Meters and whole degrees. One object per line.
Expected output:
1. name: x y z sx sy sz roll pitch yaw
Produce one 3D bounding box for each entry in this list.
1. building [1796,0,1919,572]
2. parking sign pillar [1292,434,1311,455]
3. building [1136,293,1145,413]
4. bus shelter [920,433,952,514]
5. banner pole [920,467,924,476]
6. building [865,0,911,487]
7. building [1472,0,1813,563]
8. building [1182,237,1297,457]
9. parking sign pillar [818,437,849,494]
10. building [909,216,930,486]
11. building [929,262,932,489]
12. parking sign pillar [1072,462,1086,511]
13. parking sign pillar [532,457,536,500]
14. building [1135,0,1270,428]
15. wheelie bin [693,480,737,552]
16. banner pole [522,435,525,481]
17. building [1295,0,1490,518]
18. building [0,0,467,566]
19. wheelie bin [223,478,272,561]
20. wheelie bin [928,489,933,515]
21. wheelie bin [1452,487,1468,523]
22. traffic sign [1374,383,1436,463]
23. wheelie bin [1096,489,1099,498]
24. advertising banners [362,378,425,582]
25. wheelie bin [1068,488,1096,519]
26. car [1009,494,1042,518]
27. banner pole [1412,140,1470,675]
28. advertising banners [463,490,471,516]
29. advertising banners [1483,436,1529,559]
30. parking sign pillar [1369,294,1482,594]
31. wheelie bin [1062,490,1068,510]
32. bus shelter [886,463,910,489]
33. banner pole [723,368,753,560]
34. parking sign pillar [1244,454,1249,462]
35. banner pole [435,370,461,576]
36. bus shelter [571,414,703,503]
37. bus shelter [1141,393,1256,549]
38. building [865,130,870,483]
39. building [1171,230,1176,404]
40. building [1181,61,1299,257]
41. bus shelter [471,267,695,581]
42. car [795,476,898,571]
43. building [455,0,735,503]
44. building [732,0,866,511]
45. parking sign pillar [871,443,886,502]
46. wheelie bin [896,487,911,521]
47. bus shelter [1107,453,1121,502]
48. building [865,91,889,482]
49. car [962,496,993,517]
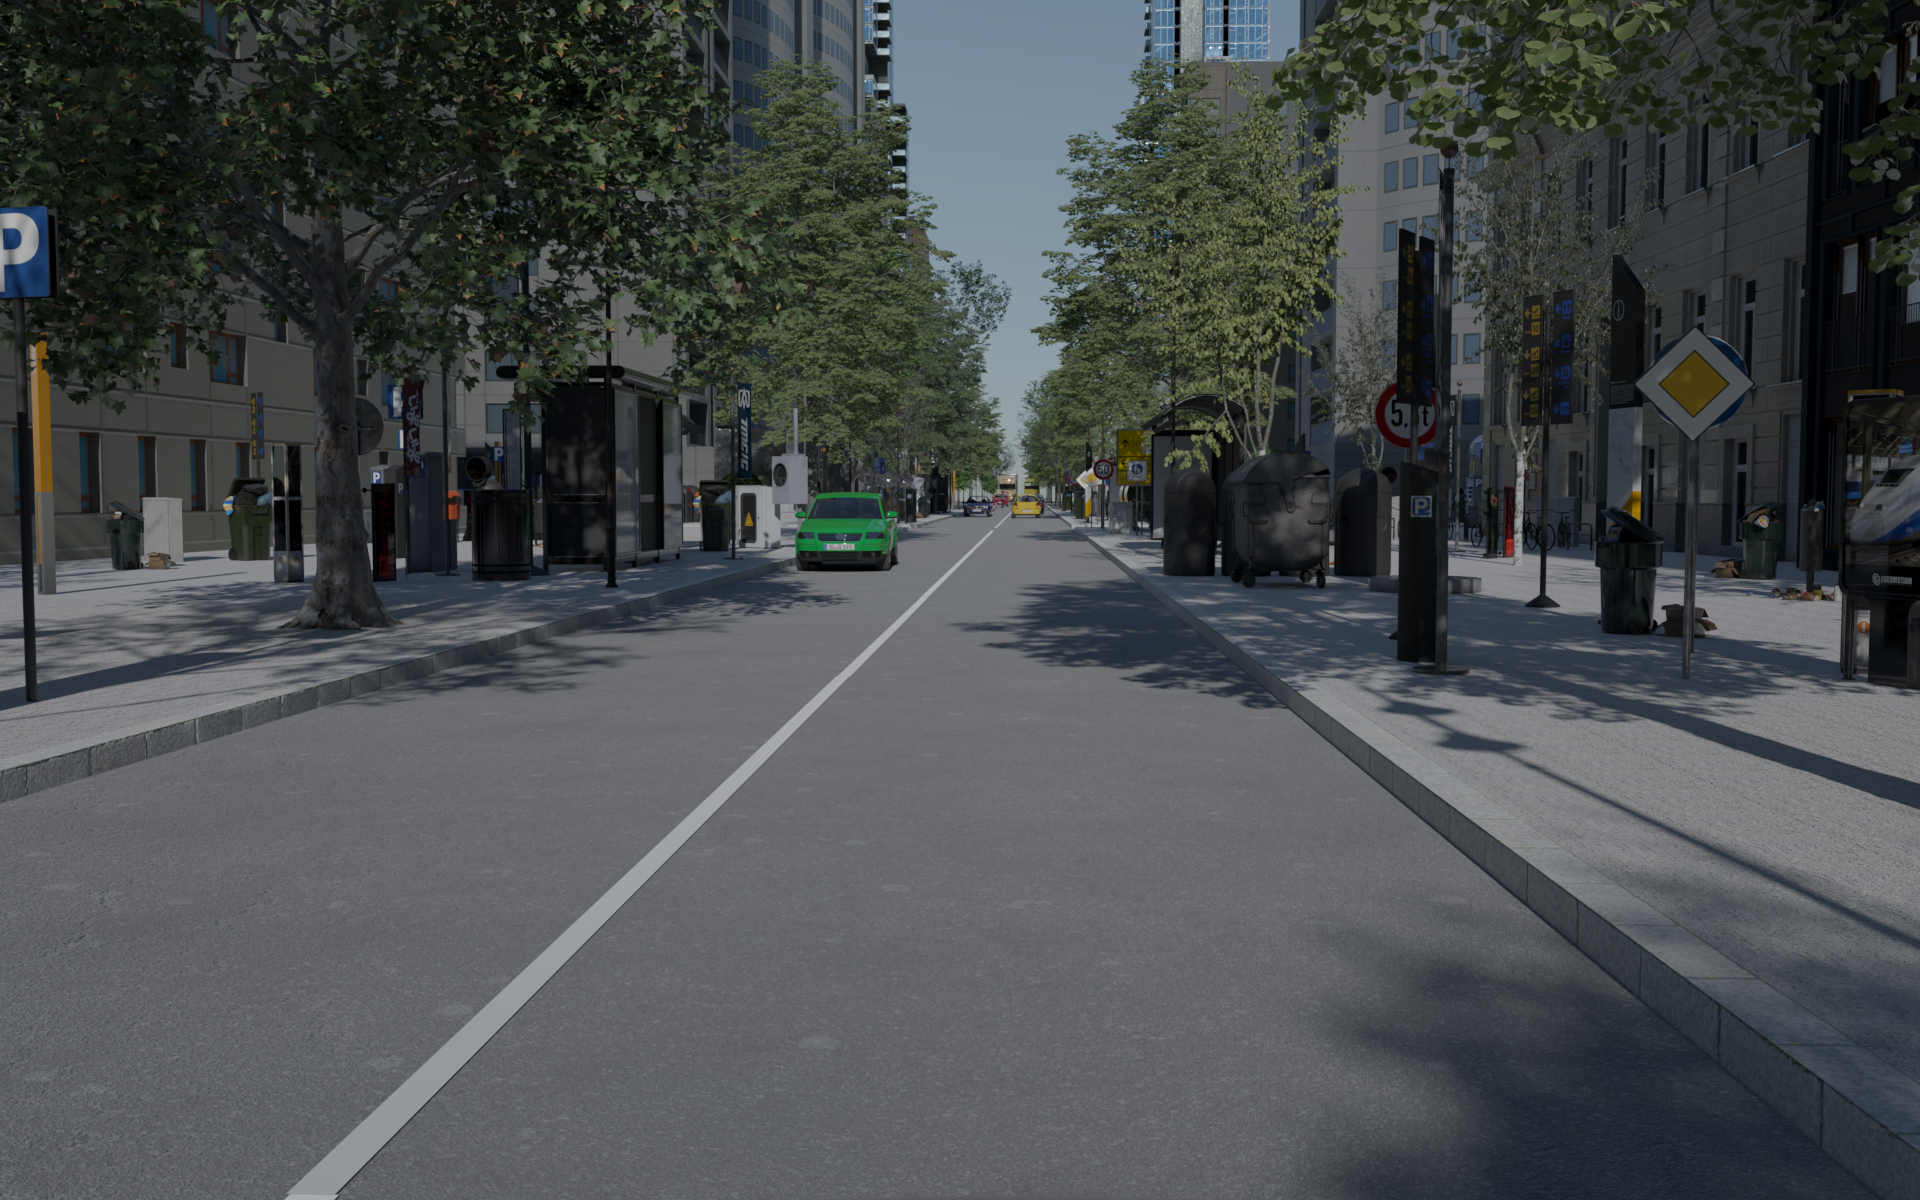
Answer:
1. building: 20.269 -11.706 21.069 12.332 23.373 15.834 0 4 2
2. parking sign pillar: 15.276 -5.470 77.901 1.447 3.967 1.447 -1 4 -16
3. building: 42.631 -36.895 295.116 32.217 40.220 23.993 0 4 2
4. bus shelter: -1.583 -8.501 116.617 2.179 5.291 8.768 0 4 2
5. banner pole: -3.232 -9.615 147.214 0.401 3.779 0.863 2 4 27
6. building: -17.648 -57.847 258.462 22.319 86.520 31.000 0 4 2
7. building: 21.474 -14.930 41.376 12.463 27.353 25.104 0 4 2
8. building: 31.096 -17.468 130.636 27.650 21.520 28.899 0 4 2
9. parking sign pillar: -5.536 -5.430 77.251 1.447 3.967 1.447 3 5 42
10. building: -12.268 -38.653 282.079 14.600 45.320 14.200 0 4 2
11. building: -12.254 -37.495 296.628 14.154 41.232 14.086 0 4 2
12. parking sign pillar: 8.608 -8.129 121.385 1.447 3.967 1.447 -3 5 -40
13. parking sign pillar: -22.423 -6.136 88.789 1.447 3.967 1.447 1 4 23
14. building: 36.056 -58.338 266.501 22.319 86.520 31.000 0 4 2
15. wheelie bin: -5.478 -1.892 38.841 0.980 1.594 0.693 -1 4 -13
16. banner pole: -13.833 -3.989 55.236 0.401 3.779 0.863 0 4 6
17. building: 33.743 -33.692 92.860 28.212 58.520 21.231 0 4 2
18. building: -31.127 -12.097 42.829 28.899 21.520 27.650 0 4 2
19. wheelie bin: -13.669 -1.562 33.442 0.693 1.594 0.980 3 4 38
20. wheelie bin: -2.137 -6.014 106.243 0.980 1.594 0.693 1 4 11
21. wheelie bin: 22.466 -4.265 77.645 0.693 1.594 0.980 2 4 27
22. traffic sign: 4.995 -1.176 19.328 0.768 2.556 0.104 0 4 4
23. wheelie bin: 9.301 -6.641 116.483 0.693 1.594 0.980 1 4 16
24. advertising banners: -8.465 -1.783 25.333 0.090 3.025 2.074 1 4 21
25. wheelie bin: 6.227 -4.905 88.110 0.980 1.594 0.693 1 4 22
26. car: 3.935 -5.703 103.463 2.015 1.641 3.980 0 4 1
27. banner pole: 3.376 -1.353 12.139 0.401 3.779 0.863 1 4 21
28. advertising banners: -18.837 -4.310 66.664 2.074 3.025 0.090 -1 4 -17
29. advertising banners: 11.050 -2.364 34.841 0.090 3.025 2.074 3 5 42
30. parking sign pillar: 6.149 -2.099 22.795 1.447 3.967 1.447 1 4 12
31. wheelie bin: 8.430 -7.823 135.808 0.980 1.594 0.693 3 5 42
32. bus shelter: -3.991 -7.113 110.224 2.014 3.302 5.546 0 4 2
33. banner pole: -4.346 -2.703 34.205 0.401 3.779 0.863 2 4 29
34. parking sign pillar: 19.211 -7.666 113.804 1.447 3.967 1.447 1 4 12
35. banner pole: -8.102 -2.286 27.391 0.401 3.779 0.863 -1 4 -8
36. bus shelter: -7.224 -2.723 38.445 2.014 3.302 5.546 0 4 2
37. bus shelter: 5.108 -2.675 37.662 2.014 3.302 5.546 0 4 2
38. building: -17.273 -30.663 184.936 14.154 41.232 14.086 0 4 2
39. building: 29.050 -25.101 182.106 14.160 30.474 14.107 0 4 2
40. building: 28.223 -29.598 167.514 14.154 41.232 14.086 0 4 2
41. bus shelter: -6.455 -3.183 29.673 2.179 5.291 8.768 0 4 2
42. car: -2.164 -1.522 33.689 1.959 1.807 4.718 0 4 1
43. building: -21.693 -40.361 98.155 20.563 71.187 20.611 0 4 2
44. building: -20.709 -38.007 163.420 21.231 58.520 28.212 0 4 2
45. parking sign pillar: -4.344 -6.359 92.443 1.447 3.967 1.447 1 4 15
46. wheelie bin: -2.596 -4.550 82.297 0.980 1.594 0.693 2 4 32
47. bus shelter: 7.762 -5.272 80.113 2.014 3.302 5.546 0 4 2
48. building: -19.836 -35.435 203.071 21.300 48.544 21.600 0 4 2
49. car: 1.135 -5.870 108.554 1.945 1.354 3.894 0 4 3
